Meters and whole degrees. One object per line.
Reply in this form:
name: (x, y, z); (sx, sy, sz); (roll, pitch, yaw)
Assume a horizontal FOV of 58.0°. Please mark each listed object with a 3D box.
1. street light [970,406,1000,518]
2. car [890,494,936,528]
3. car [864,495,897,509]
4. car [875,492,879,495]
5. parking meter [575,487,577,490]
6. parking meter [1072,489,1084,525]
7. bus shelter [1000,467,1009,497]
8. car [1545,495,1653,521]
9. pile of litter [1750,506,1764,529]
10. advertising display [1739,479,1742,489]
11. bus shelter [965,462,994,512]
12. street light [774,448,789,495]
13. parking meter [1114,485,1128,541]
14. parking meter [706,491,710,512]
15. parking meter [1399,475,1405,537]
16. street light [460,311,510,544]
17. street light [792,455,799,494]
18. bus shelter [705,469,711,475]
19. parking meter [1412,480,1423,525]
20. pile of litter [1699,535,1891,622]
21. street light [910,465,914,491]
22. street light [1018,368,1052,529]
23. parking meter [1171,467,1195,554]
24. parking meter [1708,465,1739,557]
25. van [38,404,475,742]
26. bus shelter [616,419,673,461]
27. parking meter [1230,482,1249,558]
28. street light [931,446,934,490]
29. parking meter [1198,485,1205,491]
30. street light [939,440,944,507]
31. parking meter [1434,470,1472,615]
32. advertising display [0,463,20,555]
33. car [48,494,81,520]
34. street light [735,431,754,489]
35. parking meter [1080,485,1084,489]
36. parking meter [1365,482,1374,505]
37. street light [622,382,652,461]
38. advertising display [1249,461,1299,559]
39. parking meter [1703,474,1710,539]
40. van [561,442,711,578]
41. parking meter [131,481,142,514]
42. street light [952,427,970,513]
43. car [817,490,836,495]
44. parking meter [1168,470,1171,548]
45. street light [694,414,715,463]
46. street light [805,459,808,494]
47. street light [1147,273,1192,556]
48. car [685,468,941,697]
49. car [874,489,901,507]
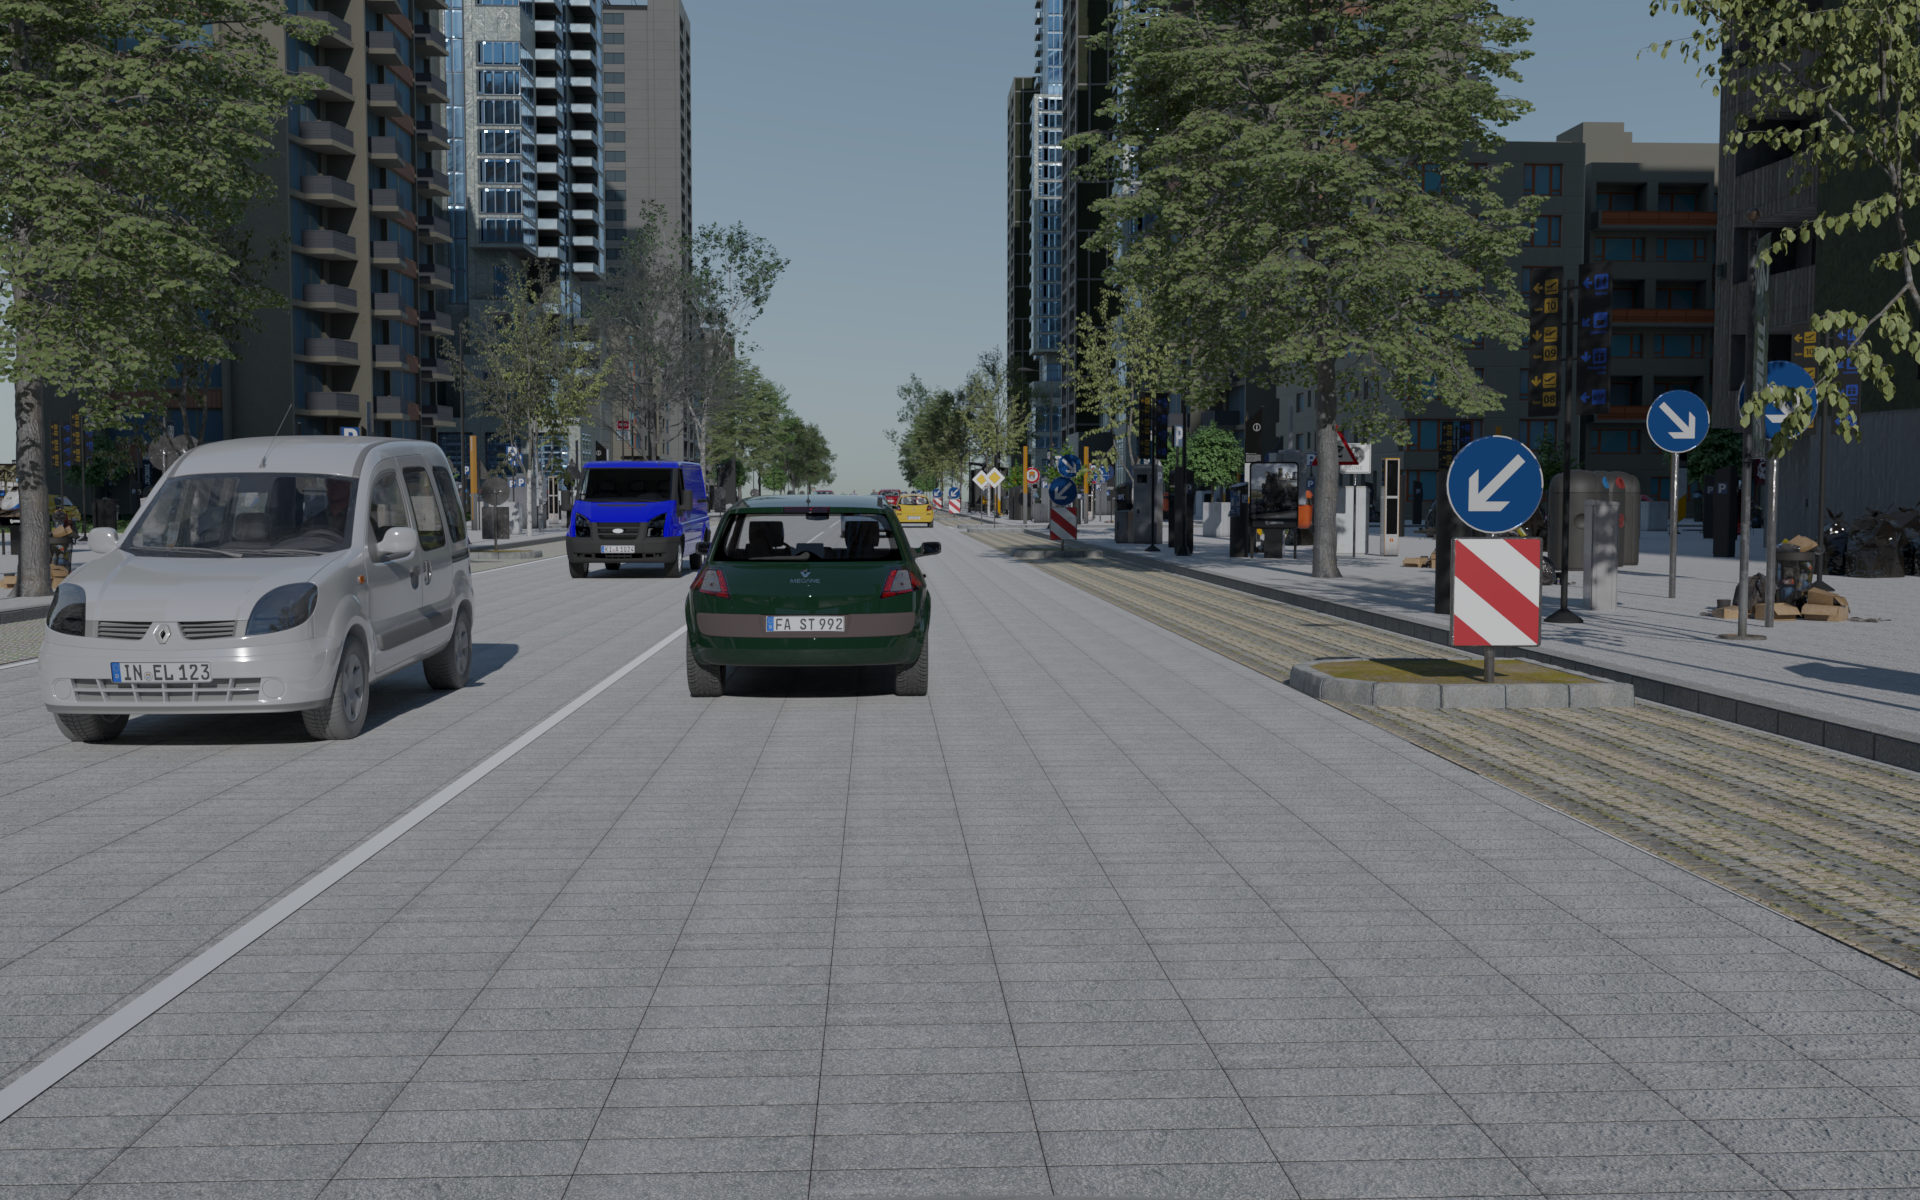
street light: (1.412, -7.273, 91.460); (1.470, 5.913, 1.316); (0, 4, -3)
car: (-2.018, -3.942, 74.677); (2.015, 1.641, 3.980); (0, 4, -2)
car: (-3.089, -2.799, 57.760); (2.014, 1.417, 4.499); (0, 4, -3)
car: (-14.345, -17.681, 297.759); (2.281, 1.827, 5.304); (0, 4, -3)
parking meter: (-31.331, -8.307, 141.526); (0.255, 1.863, 0.399); (-2, 4, -23)
parking meter: (4.886, -3.923, 72.545); (0.372, 1.533, 0.369); (0, 3, 0)
bus shelter: (3.055, -9.395, 144.884); (1.731, 3.624, 6.357); (0, 4, -3)
car: (25.630, -3.677, 69.163); (4.494, 1.783, 2.155); (0, 4, -4)
pile of litter: (29.718, -3.109, 64.796); (1.719, 0.858, 1.176); (2, 4, 31)
advertising display: (34.183, -4.348, 76.295); (0.123, 1.923, 0.974); (0, 4, -8)
bus shelter: (1.415, -8.451, 129.459); (1.731, 3.624, 6.357); (0, 4, -3)
street light: (-18.336, -12.427, 175.728); (1.470, 5.913, 1.316); (0, 4, -3)
parking meter: (4.396, -2.371, 47.172); (0.372, 1.533, 0.369); (0, 3, 0)
parking meter: (-17.632, -6.884, 120.961); (0.372, 1.533, 0.369); (0, 3, 0)
parking meter: (13.134, -2.831, 51.998); (0.255, 1.863, 0.399); (-3, 5, -43)
street light: (-12.118, -4.376, 44.089); (1.470, 5.913, 1.316); (0, 4, -3)
street light: (-19.590, -14.116, 203.338); (1.470, 5.913, 1.316); (0, 4, -3)
bus shelter: (-19.240, -8.038, 125.337); (2.014, 3.302, 5.546); (0, 4, -3)
parking meter: (19.285, -4.115, 72.998); (0.399, 1.863, 0.255); (0, 4, 0)
pile of litter: (8.584, -0.234, 17.791); (1.719, 0.858, 1.176); (3, 5, 43)
street light: (-6.161, -17.027, 250.933); (1.470, 5.913, 1.316); (0, 4, -3)
street light: (2.826, -5.590, 63.930); (1.470, 5.913, 1.316); (0, 4, -3)
parking meter: (4.801, -1.917, 37.059); (0.399, 1.863, 0.255); (-3, 5, -40)
parking meter: (15.549, -1.805, 35.222); (0.255, 1.863, 0.399); (-2, 4, -34)
van: (-4.415, -0.266, 11.364); (2.013, 2.044, 4.112); (0, 4, -3)
bus shelter: (-17.528, -7.238, 95.965); (2.179, 5.291, 8.768); (0, 4, -3)
parking meter: (5.663, -1.634, 35.132); (0.372, 1.533, 0.369); (0, 3, 0)
street light: (-2.252, -11.980, 168.409); (1.470, 5.913, 1.316); (0, 4, -3)
parking meter: (15.297, -6.368, 109.835); (0.399, 1.863, 0.255); (-2, 4, -28)
street light: (-1.208, -10.691, 147.335); (1.470, 5.913, 1.316); (0, 4, -3)
parking meter: (5.283, -0.619, 18.533); (0.372, 1.533, 0.369); (0, 3, 0)
advertising display: (-19.801, -1.907, 36.400); (0.974, 1.923, 0.123); (1, 4, 19)
car: (-36.133, -3.458, 66.757); (3.980, 1.641, 2.015); (0, 4, -2)
street light: (-16.106, -9.528, 128.322); (1.470, 5.913, 1.316); (0, 4, -3)
parking meter: (7.465, -6.089, 105.263); (0.255, 1.863, 0.399); (-2, 4, -31)
parking meter: (18.934, -4.554, 80.161); (0.399, 1.863, 0.255); (0, 4, 8)
street light: (-13.417, -6.069, 71.767); (1.470, 5.913, 1.316); (0, 4, -3)
advertising display: (6.236, -1.786, 34.419); (0.974, 1.923, 0.123); (1, 4, 12)
parking meter: (21.642, -2.699, 49.835); (0.399, 1.863, 0.255); (3, 5, 43)
van: (-5.746, -1.642, 31.232); (2.240, 2.365, 5.245); (0, 4, -2)
parking meter: (-36.365, -4.329, 76.483); (0.399, 1.863, 0.255); (1, 4, 17)
street light: (0.108, -8.962, 119.067); (1.470, 5.913, 1.316); (0, 4, -3)
car: (-12.618, -9.338, 161.349); (2.281, 1.827, 5.304); (0, 4, -1)
parking meter: (5.148, -2.195, 41.599); (0.255, 1.863, 0.399); (1, 4, 12)
street light: (-14.813, -7.806, 100.161); (1.470, 5.913, 1.316); (0, 4, -3)
street light: (-21.123, -15.867, 231.958); (1.470, 5.913, 1.316); (0, 4, -3)
street light: (4.103, -3.868, 35.789); (1.470, 5.913, 1.316); (0, 4, -3)
car: (-1.132, -0.236, 13.644); (2.009, 1.686, 4.222); (0, 4, -3)
car: (-4.895, -6.880, 121.169); (2.281, 1.827, 5.304); (0, 4, -2)
